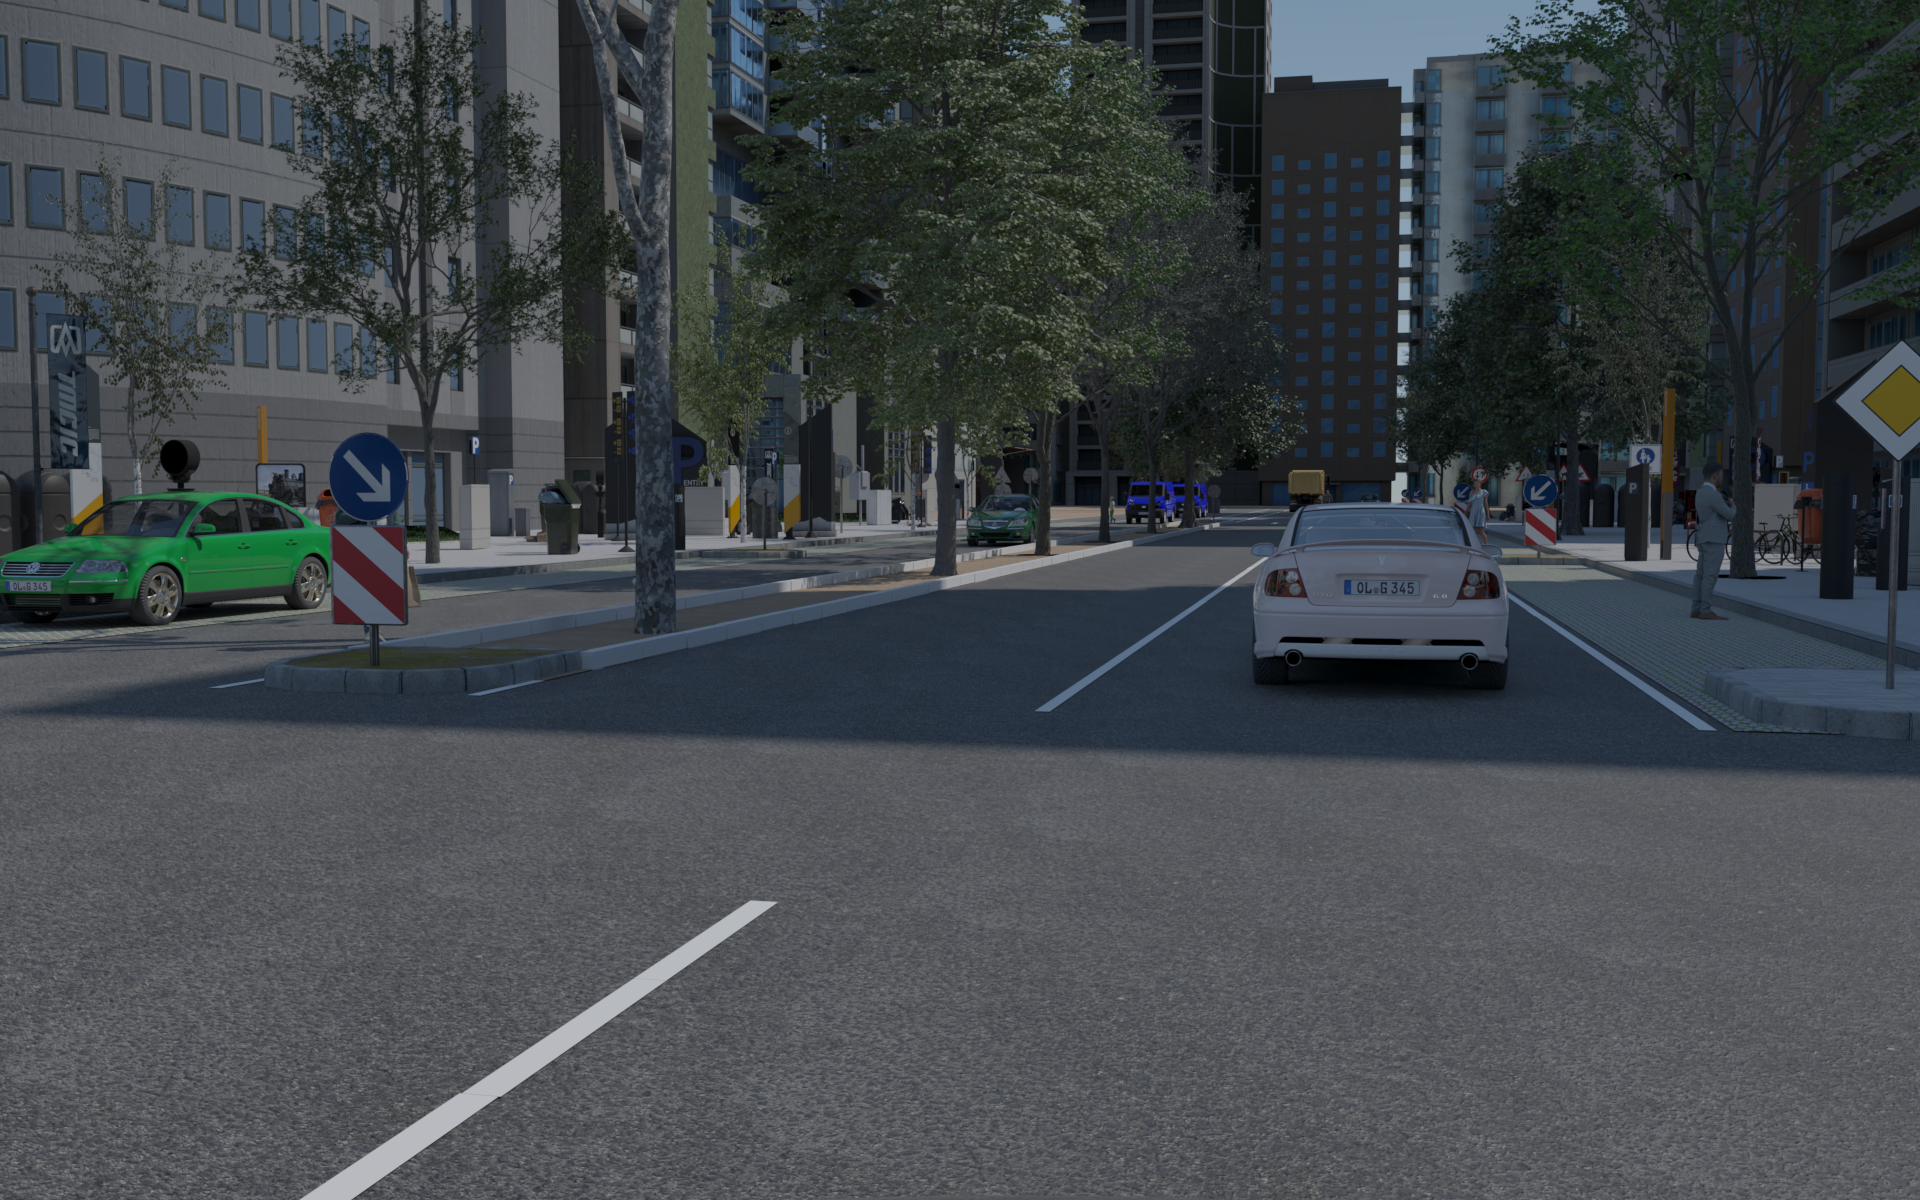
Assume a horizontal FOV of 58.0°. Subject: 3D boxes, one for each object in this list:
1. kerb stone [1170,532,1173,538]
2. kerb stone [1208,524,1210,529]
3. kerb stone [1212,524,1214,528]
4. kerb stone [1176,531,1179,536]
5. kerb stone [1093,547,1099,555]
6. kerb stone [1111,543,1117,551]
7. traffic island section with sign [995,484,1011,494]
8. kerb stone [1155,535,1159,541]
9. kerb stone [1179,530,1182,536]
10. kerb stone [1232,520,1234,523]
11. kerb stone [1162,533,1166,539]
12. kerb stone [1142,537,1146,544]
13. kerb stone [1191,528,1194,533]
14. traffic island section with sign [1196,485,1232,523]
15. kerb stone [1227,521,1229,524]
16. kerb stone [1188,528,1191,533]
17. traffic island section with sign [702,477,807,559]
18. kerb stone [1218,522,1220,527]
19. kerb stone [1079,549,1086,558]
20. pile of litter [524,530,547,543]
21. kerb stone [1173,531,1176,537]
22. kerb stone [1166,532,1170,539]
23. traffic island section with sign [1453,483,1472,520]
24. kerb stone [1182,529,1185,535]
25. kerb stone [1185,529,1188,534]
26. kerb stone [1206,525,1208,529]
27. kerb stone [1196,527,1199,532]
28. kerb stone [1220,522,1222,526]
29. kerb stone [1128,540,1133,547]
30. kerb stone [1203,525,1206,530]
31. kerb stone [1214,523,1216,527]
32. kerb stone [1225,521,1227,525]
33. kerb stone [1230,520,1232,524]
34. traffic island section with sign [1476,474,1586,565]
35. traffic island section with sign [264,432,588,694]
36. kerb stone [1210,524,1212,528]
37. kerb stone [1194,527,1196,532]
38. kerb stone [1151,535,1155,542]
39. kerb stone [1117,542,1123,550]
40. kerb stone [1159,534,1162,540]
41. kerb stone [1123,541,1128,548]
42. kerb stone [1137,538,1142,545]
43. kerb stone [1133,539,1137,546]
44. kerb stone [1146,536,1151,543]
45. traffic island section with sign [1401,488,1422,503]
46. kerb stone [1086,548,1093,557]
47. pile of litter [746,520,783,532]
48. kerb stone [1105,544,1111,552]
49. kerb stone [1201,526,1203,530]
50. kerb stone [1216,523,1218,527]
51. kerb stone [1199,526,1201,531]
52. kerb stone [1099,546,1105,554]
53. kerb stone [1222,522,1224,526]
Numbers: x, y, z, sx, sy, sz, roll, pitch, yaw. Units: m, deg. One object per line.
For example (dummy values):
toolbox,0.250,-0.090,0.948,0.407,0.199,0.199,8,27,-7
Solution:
kerb stone,6.753,-2.097,56.514,0.120,0.150,1.000,1,4,13
kerb stone,9.980,-2.951,70.493,0.120,0.150,1.000,1,4,13
kerb stone,10.434,-3.076,72.489,0.120,0.150,1.000,1,4,13
kerb stone,7.213,-2.221,58.506,0.120,0.150,1.000,1,4,13
kerb stone,3.065,-1.122,40.547,0.120,0.150,1.000,1,4,13
kerb stone,3.760,-1.304,43.535,0.120,0.150,1.000,1,4,13
traffic island section with sign,1.582,-3.494,65.751,1.989,1.847,2.006,1,4,13
kerb stone,5.834,-1.852,52.520,0.120,0.150,1.000,1,4,13
kerb stone,7.446,-2.282,59.501,0.120,0.150,1.000,1,4,13
kerb stone,12.970,-3.749,83.498,0.120,0.150,1.000,1,4,13
kerb stone,6.292,-1.974,54.519,0.120,0.150,1.000,1,4,13
kerb stone,5.133,-1.672,49.529,0.120,0.150,1.000,1,4,13
kerb stone,8.368,-2.527,63.508,0.120,0.150,1.000,1,4,13
traffic island section with sign,12.648,-4.803,86.667,2.006,1.907,1.989,1,4,13
kerb stone,12.283,-3.565,80.479,0.120,0.150,1.000,1,4,13
kerb stone,8.133,-2.465,62.505,0.120,0.150,1.000,1,4,13
traffic island section with sign,-4.556,-1.865,39.117,1.989,1.847,2.006,1,4,13
kerb stone,11.134,-3.256,75.485,0.120,0.150,1.000,1,4,13
kerb stone,2.603,-1.000,38.552,0.120,0.150,1.000,1,4,13
pile of litter,-11.119,-1.989,46.485,1.176,0.858,1.719,0,4,-3
kerb stone,6.983,-2.160,57.510,0.120,0.150,1.000,1,4,13
kerb stone,6.525,-2.038,55.514,0.120,0.150,1.000,1,4,13
traffic island section with sign,17.813,-3.259,61.918,1.989,1.847,2.006,1,4,13
kerb stone,7.675,-2.335,60.499,0.120,0.150,1.000,1,4,13
kerb stone,7.897,-2.400,61.502,0.120,0.150,1.000,1,4,13
kerb stone,9.749,-2.888,69.492,0.120,0.150,1.000,1,4,13
kerb stone,8.829,-2.645,65.507,0.120,0.150,1.000,1,4,13
kerb stone,11.365,-3.321,76.488,0.120,0.150,1.000,1,4,13
kerb stone,4.447,-1.488,46.529,0.120,0.150,1.000,1,4,13
kerb stone,9.518,-2.832,68.496,0.120,0.150,1.000,1,4,13
kerb stone,10.663,-3.137,73.491,0.120,0.150,1.000,1,4,13
kerb stone,12.053,-3.504,79.483,0.120,0.150,1.000,1,4,13
kerb stone,12.747,-3.686,82.497,0.120,0.150,1.000,1,4,13
traffic island section with sign,11.752,-1.653,35.650,1.989,1.847,2.006,1,4,13
traffic island section with sign,-4.237,-0.325,13.443,2.006,1.907,1.989,1,4,13
kerb stone,10.206,-3.013,71.492,0.120,0.150,1.000,1,4,13
kerb stone,8.598,-2.588,64.510,0.120,0.150,1.000,1,4,13
kerb stone,5.606,-1.794,51.523,0.120,0.150,1.000,1,4,13
kerb stone,3.991,-1.365,44.535,0.120,0.150,1.000,1,4,13
kerb stone,6.058,-1.916,53.518,0.120,0.150,1.000,1,4,13
kerb stone,4.213,-1.427,45.534,0.120,0.150,1.000,1,4,13
kerb stone,4.908,-1.610,48.526,0.120,0.150,1.000,1,4,13
kerb stone,4.677,-1.549,47.526,0.120,0.150,1.000,1,4,13
kerb stone,5.371,-1.727,50.529,0.120,0.150,1.000,1,4,13
traffic island section with sign,29.112,-6.252,110.847,1.989,1.847,2.006,1,4,13
kerb stone,2.841,-1.061,39.547,0.120,0.150,1.000,1,4,13
pile of litter,-6.688,-2.706,58.211,1.719,0.858,1.176,-2,4,-29
kerb stone,3.522,-1.244,42.541,0.120,0.150,1.000,1,4,13
kerb stone,9.286,-2.770,67.499,0.120,0.150,1.000,1,4,13
kerb stone,10.895,-3.198,74.487,0.120,0.150,1.000,1,4,13
kerb stone,9.051,-2.710,66.504,0.120,0.150,1.000,1,4,13
kerb stone,3.290,-1.183,41.545,0.120,0.150,1.000,1,4,13
kerb stone,11.595,-3.382,77.490,0.120,0.150,1.000,1,4,13
